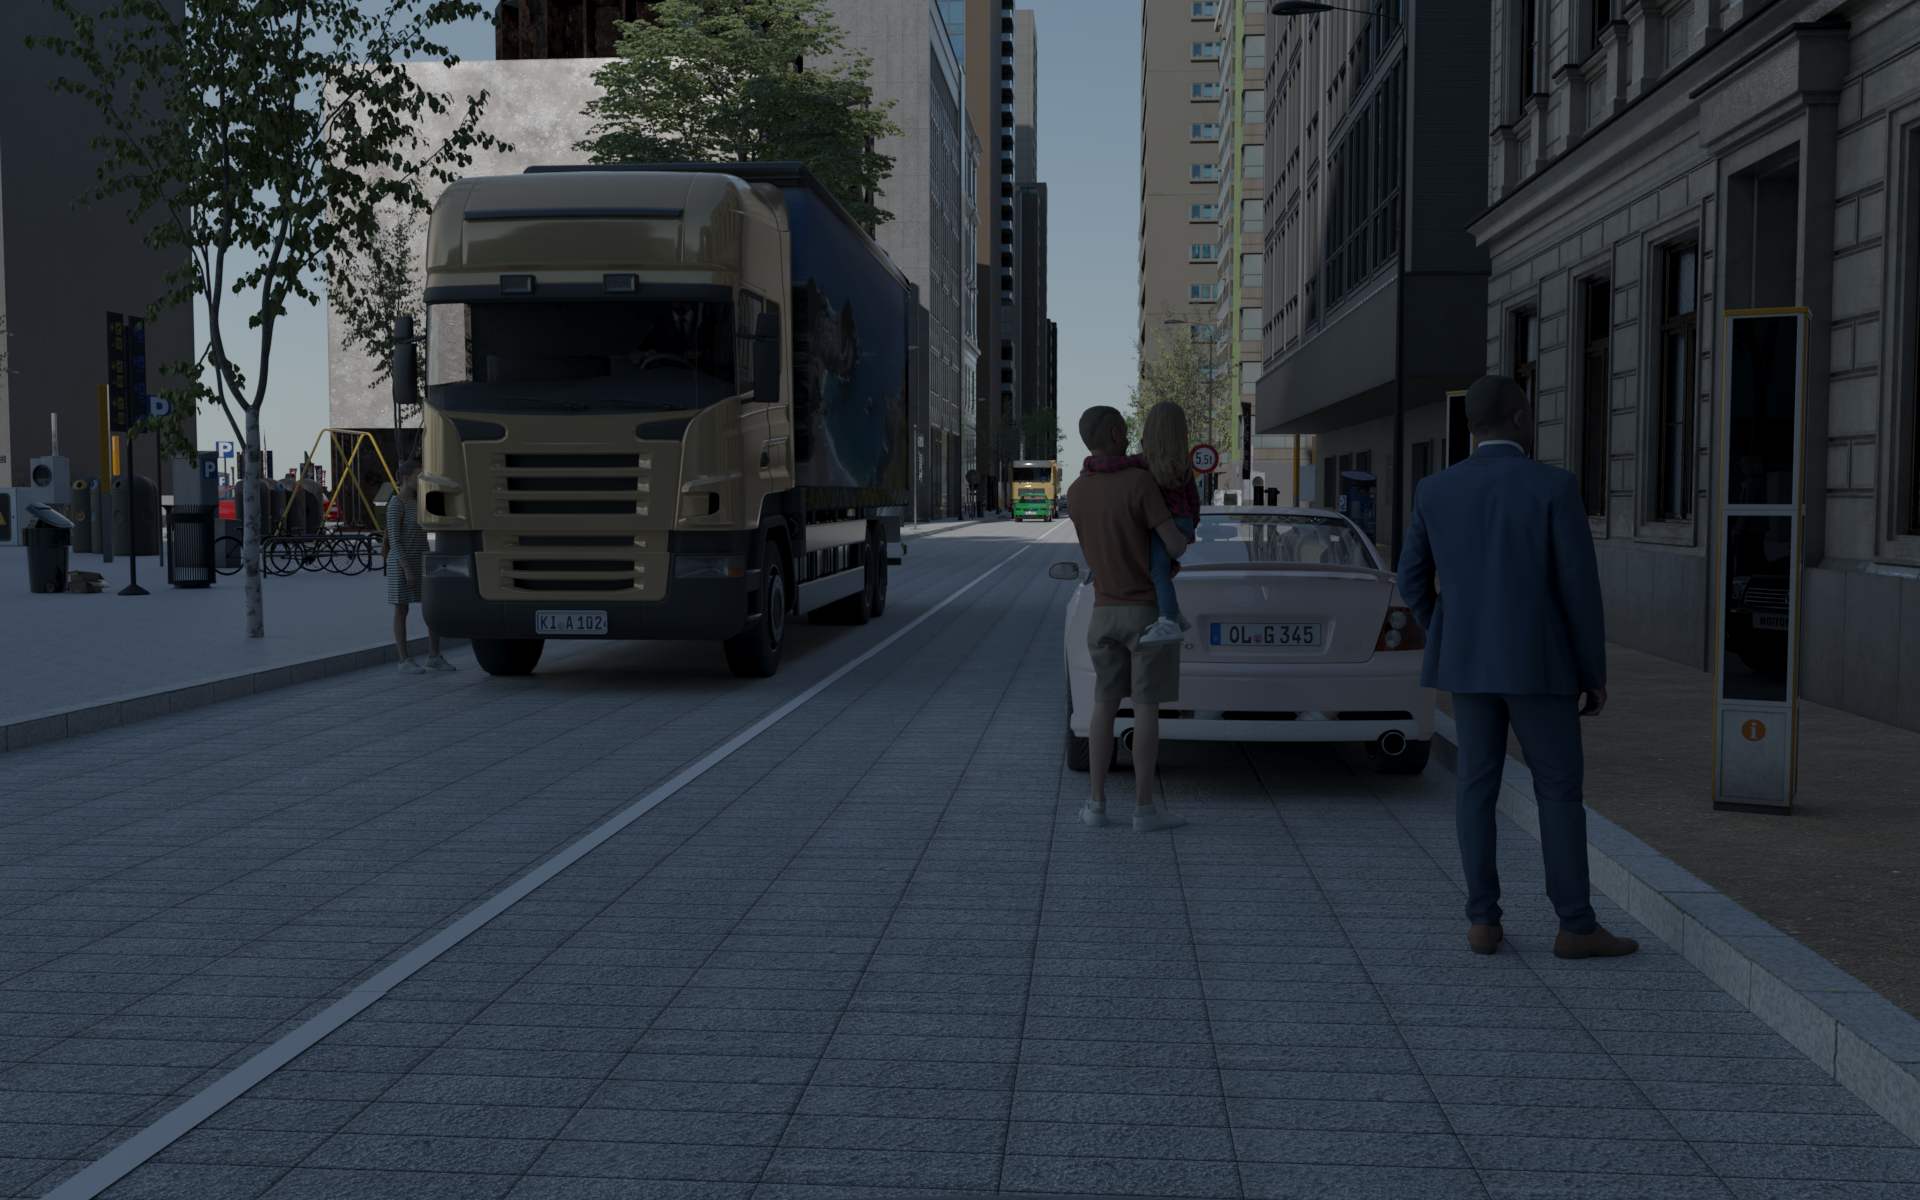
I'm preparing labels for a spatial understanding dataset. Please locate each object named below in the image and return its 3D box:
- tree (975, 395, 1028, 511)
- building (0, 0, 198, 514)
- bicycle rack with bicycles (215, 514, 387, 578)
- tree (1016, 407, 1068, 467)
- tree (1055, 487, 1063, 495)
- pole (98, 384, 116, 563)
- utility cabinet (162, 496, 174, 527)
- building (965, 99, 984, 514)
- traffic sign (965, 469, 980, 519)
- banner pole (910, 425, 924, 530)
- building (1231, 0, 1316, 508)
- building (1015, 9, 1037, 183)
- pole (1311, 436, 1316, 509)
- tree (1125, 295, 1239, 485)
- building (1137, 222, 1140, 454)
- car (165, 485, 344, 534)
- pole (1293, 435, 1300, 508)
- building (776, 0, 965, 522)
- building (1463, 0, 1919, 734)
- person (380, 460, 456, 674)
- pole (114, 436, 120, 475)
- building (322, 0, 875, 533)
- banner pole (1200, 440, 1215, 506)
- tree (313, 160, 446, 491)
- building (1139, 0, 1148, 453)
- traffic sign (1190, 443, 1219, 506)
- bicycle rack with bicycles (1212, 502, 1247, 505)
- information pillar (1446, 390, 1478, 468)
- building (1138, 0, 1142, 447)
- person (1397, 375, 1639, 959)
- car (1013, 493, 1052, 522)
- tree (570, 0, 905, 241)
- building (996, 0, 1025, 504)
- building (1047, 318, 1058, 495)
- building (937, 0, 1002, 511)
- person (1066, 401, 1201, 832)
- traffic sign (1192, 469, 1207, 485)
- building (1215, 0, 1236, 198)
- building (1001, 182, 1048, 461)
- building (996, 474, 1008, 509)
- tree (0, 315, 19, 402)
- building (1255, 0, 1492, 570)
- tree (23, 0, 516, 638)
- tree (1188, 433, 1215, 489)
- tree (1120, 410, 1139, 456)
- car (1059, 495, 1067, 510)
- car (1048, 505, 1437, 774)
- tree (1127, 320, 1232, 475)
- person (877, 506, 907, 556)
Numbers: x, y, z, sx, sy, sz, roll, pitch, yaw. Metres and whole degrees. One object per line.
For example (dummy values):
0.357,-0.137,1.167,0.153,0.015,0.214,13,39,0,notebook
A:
2.975,-10.870,128.093,4.360,8.622,3.978,0,3,0,tree
-44.393,-16.663,65.953,24.014,27.812,14.314,0,4,5,building
-10.387,-0.867,27.562,2.925,0.926,2.852,-2,4,-25,bicycle rack with bicycles
8.978,-17.125,205.753,9.928,11.665,9.643,0,3,0,tree
14.644,-16.288,260.910,1.663,3.219,1.824,0,3,0,tree
-15.941,-2.354,32.329,0.158,3.312,0.155,0,3,0,pole
-30.709,-3.405,66.827,1.020,1.237,0.306,-2,4,-34,utility cabinet
-5.842,-19.721,108.343,13.634,28.700,20.117,0,4,5,building
0.644,-5.424,88.794,0.768,2.556,0.104,1,4,14,traffic sign
-1.505,-4.451,62.787,0.401,3.779,0.863,2,4,28,banner pole
20.775,-24.674,87.022,14.154,41.232,14.086,0,4,5,building
3.443,-50.402,262.327,20.563,71.187,20.611,0,4,5,building
12.530,-4.123,61.255,0.158,3.312,0.155,0,3,0,pole
8.321,-6.915,63.428,4.360,8.622,3.978,0,3,0,tree
38.967,-39.804,270.402,23.786,49.044,30.456,0,4,5,building
-21.743,-2.731,53.320,5.304,1.827,2.281,0,4,4,car
11.019,-3.846,56.728,0.158,3.312,0.155,0,3,0,pole
-6.544,-16.541,88.464,12.078,24.808,19.932,0,4,5,building
10.025,-8.934,10.700,10.561,19.102,19.286,0,4,5,building
-4.394,-0.267,13.870,0.522,1.701,0.512,1,4,13,person
-29.698,-4.107,60.998,0.158,3.312,0.155,0,3,0,pole
-11.763,-12.045,64.393,16.820,18.784,16.811,0,4,5,building
11.473,-5.507,80.061,0.863,3.779,0.401,0,4,7,banner pole
-12.108,-5.372,38.187,4.360,8.622,3.978,0,3,0,tree
25.587,-31.616,140.619,21.300,48.544,21.600,0,4,5,building
6.154,-2.667,43.707,0.768,2.556,0.104,1,4,14,traffic sign
11.528,-3.738,74.506,2.925,0.926,2.852,-2,4,-27,bicycle rack with bicycles
3.689,-0.485,12.420,0.304,2.012,0.304,-2,4,-23,information pillar
30.019,-39.484,187.566,21.231,58.520,28.212,0,4,5,building
1.730,0.201,5.404,0.721,1.800,0.419,2,4,29,person
3.763,-4.899,88.895,1.959,1.807,4.718,0,4,6,car
-4.597,-7.157,35.137,7.486,12.596,7.792,0,3,0,tree
-3.965,-53.230,182.974,22.319,86.520,31.000,0,4,5,building
8.561,-31.121,280.530,14.160,30.474,14.107,0,4,5,building
-4.042,-29.780,137.008,14.600,45.320,14.200,0,4,5,building
0.767,0.061,7.470,0.580,1.828,0.573,0,4,-7,person
6.254,-2.599,46.131,0.795,2.450,0.064,0,4,5,traffic sign
29.961,-25.886,115.122,32.217,40.220,23.993,0,4,5,building
3.885,-32.891,221.355,14.154,41.232,14.086,0,4,5,building
-11.401,-28.442,156.905,32.217,40.220,23.993,0,4,5,building
-27.459,-5.842,45.872,4.360,8.622,3.978,0,3,0,tree
13.673,-14.575,31.816,14.314,27.812,24.014,0,4,5,building
-6.278,-3.984,15.502,4.737,8.622,4.395,0,3,0,tree
11.055,-6.155,84.354,4.285,4.588,4.351,0,3,0,tree
21.373,-17.628,213.968,9.928,11.665,9.643,0,3,0,tree
9.621,-8.651,153.810,2.083,1.381,4.827,0,4,6,car
1.556,0.127,10.285,2.083,1.381,4.827,0,4,4,car
9.047,-7.532,73.513,4.737,8.622,4.395,0,3,0,tree
-1.557,-1.914,39.675,0.818,1.842,0.514,3,5,42,person
